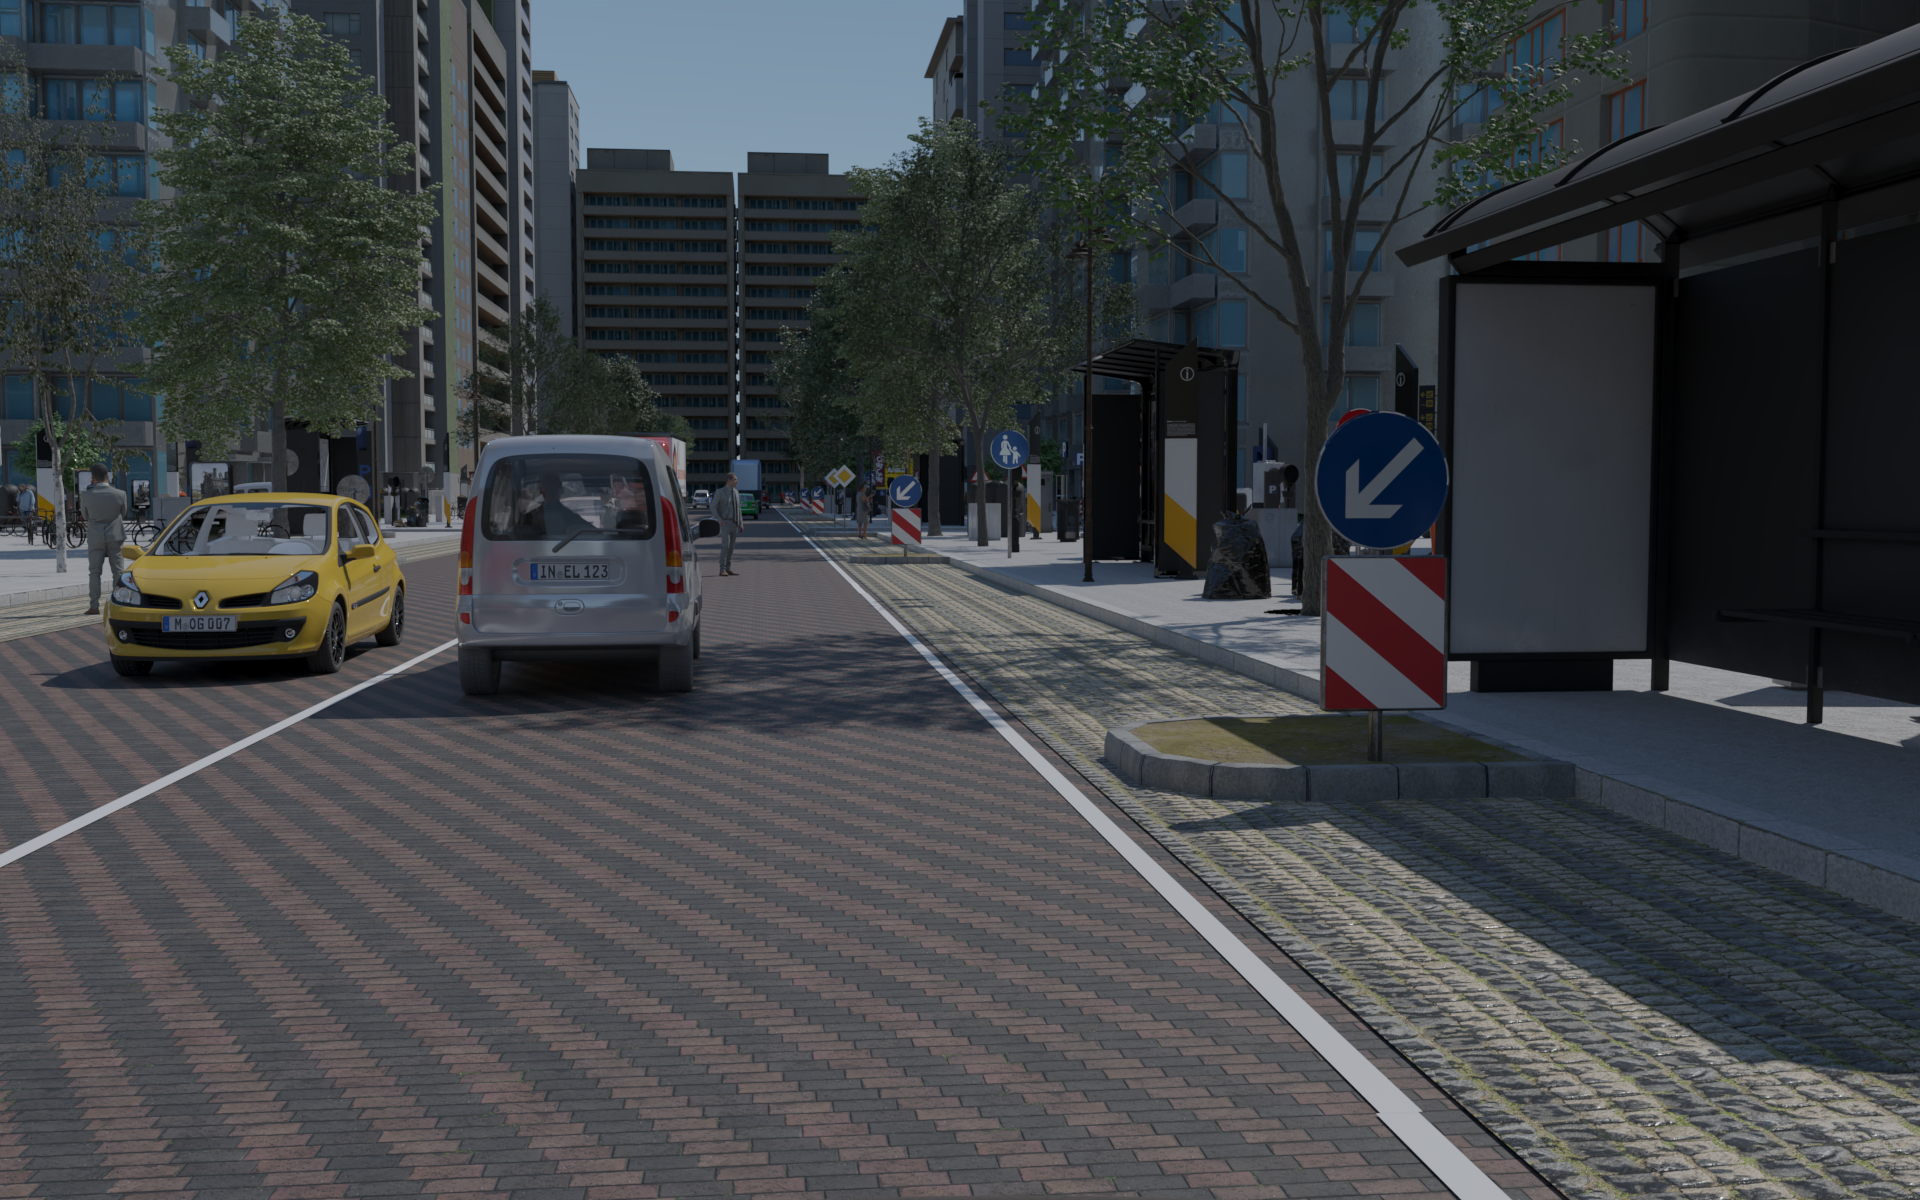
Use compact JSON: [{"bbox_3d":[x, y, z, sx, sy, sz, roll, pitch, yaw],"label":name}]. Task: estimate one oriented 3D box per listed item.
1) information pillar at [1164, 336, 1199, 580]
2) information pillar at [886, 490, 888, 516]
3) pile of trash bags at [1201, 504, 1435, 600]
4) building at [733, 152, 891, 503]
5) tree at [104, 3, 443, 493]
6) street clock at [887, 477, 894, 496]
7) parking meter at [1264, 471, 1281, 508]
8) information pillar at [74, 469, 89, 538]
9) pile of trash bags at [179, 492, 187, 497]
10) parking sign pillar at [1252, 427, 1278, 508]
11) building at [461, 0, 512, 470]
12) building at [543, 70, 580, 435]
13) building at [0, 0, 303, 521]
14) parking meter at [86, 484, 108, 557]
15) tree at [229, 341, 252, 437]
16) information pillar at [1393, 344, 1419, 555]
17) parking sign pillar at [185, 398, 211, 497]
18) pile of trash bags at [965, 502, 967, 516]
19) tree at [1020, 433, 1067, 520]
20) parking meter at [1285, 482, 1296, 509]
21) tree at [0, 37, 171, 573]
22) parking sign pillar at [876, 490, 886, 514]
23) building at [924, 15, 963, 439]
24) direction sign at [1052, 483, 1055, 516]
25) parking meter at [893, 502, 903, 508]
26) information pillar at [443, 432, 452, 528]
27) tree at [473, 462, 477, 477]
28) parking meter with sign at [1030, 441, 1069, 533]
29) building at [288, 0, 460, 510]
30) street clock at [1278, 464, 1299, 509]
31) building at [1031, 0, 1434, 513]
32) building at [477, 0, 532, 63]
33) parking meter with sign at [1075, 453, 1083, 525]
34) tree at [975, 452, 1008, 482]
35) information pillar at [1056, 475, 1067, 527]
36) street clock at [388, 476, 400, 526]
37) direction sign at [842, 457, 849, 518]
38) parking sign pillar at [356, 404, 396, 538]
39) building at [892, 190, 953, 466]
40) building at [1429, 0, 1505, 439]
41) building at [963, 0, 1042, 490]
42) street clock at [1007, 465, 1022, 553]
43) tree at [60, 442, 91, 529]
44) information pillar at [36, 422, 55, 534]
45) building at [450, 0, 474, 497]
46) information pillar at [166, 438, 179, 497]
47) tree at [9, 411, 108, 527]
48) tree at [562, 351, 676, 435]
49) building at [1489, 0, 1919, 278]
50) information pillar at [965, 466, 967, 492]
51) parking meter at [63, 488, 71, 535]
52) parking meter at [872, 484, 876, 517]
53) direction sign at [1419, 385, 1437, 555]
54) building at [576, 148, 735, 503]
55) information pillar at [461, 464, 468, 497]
[{"bbox_3d":[3.319,-2.112,25.889,0.504,3.616,0.183,1,4,15],"label":"information pillar"},{"bbox_3d":[-4.055,-5.839,99.960,0.304,2.012,0.304,2,4,33],"label":"information pillar"},{"bbox_3d":[4.615,-0.708,21.328,3.447,1.369,1.912,2,4,25],"label":"pile of trash bags"},{"bbox_3d":[-21.074,-38.230,248.762,21.600,48.544,21.300,0,4,-7],"label":"building"},{"bbox_3d":[-15.690,-7.496,40.682,7.486,12.596,7.792,0,3,0],"label":"tree"},{"bbox_3d":[-2.965,-4.272,74.410,0.358,2.002,0.471,1,4,15],"label":"street clock"},{"bbox_3d":[7.947,-2.348,44.106,0.399,1.863,0.255,0,3,0],"label":"parking meter"},{"bbox_3d":[-25.626,-2.818,50.560,0.304,2.012,0.304,3,5,40],"label":"information pillar"},{"bbox_3d":[-29.327,-3.556,67.888,1.912,1.369,3.447,2,4,31],"label":"pile of trash bags"},{"bbox_3d":[12.242,-4.955,69.482,1.447,3.967,1.447,-1,4,-20],"label":"parking sign pillar"},{"bbox_3d":[-54.310,-32.867,161.072,21.300,48.544,21.600,0,4,-7],"label":"building"},{"bbox_3d":[-67.701,-42.877,243.030,28.212,58.520,21.231,0,4,-7],"label":"building"},{"bbox_3d":[-49.355,-28.959,93.091,23.786,49.044,30.456,0,4,-7],"label":"building"},{"bbox_3d":[-17.450,-1.629,35.051,0.372,1.533,0.369,0,3,0],"label":"parking meter"},{"bbox_3d":[-33.655,-7.749,77.056,4.360,8.622,3.978,0,3,0],"label":"tree"},{"bbox_3d":[6.909,-2.173,26.890,0.183,3.616,0.504,-1,4,-22],"label":"information pillar"},{"bbox_3d":[-21.168,-3.651,48.170,1.447,3.967,1.447,-1,4,-13],"label":"parking sign pillar"},{"bbox_3d":[-0.597,-5.761,103.948,1.912,1.369,3.447,-1,4,-8],"label":"pile of trash bags"},{"bbox_3d":[3.659,-6.225,85.486,4.285,4.588,4.351,0,3,0],"label":"tree"},{"bbox_3d":[10.858,-3.135,56.969,0.255,1.863,0.399,-1,4,-12],"label":"parking meter"},{"bbox_3d":[-14.643,-4.737,27.805,4.360,8.622,3.978,0,3,0],"label":"tree"},{"bbox_3d":[-5.038,-7.674,113.935,1.447,3.967,1.447,1,4,20],"label":"parking sign pillar"},{"bbox_3d":[11.624,-36.822,191.270,28.713,52.752,27.495,0,4,-7],"label":"building"},{"bbox_3d":[5.417,-6.724,101.935,0.876,3.537,0.379,0,4,6],"label":"direction sign"},{"bbox_3d":[-4.775,-7.647,133.443,0.372,1.533,0.369,0,3,0],"label":"parking meter"},{"bbox_3d":[-19.520,-4.559,65.887,0.183,3.616,0.504,-2,4,-35],"label":"information pillar"},{"bbox_3d":[-34.840,-8.909,129.374,4.285,4.588,4.351,0,3,0],"label":"tree"},{"bbox_3d":[2.673,-3.728,57.220,1.738,3.016,0.543,-1,4,-10],"label":"parking meter with sign"},{"bbox_3d":[-46.131,-27.277,129.570,14.154,41.232,14.086,0,4,-7],"label":"building"},{"bbox_3d":[8.031,-2.313,42.387,0.471,2.002,0.358,-2,4,-28],"label":"street clock"},{"bbox_3d":[17.502,-31.121,128.436,23.786,49.044,30.456,0,4,-7],"label":"building"},{"bbox_3d":[-60.829,-39.443,186.897,28.212,58.520,21.231,0,4,-7],"label":"building"},{"bbox_3d":[5.374,-4.729,73.573,0.543,3.016,1.738,1,4,19],"label":"parking meter with sign"},{"bbox_3d":[1.209,-5.045,77.089,1.663,3.219,1.824,0,3,0],"label":"tree"},{"bbox_3d":[3.953,-3.843,67.329,0.304,2.012,0.304,-3,5,-42],"label":"information pillar"},{"bbox_3d":[-22.541,-3.942,69.022,0.358,2.002,0.471,1,4,18],"label":"street clock"},{"bbox_3d":[-6.283,-6.280,94.673,0.379,3.537,0.876,0,4,2],"label":"direction sign"},{"bbox_3d":[-17.211,-3.788,50.403,1.447,3.967,1.447,-1,4,-10],"label":"parking sign pillar"},{"bbox_3d":[-2.923,-36.550,247.698,14.200,45.320,14.600,0,4,-7],"label":"building"},{"bbox_3d":[23.751,-28.878,91.762,30.456,49.044,23.786,0,4,-7],"label":"building"},{"bbox_3d":[10.837,-37.983,163.020,21.231,58.520,28.212,0,4,-7],"label":"building"},{"bbox_3d":[1.196,-2.043,37.978,0.358,2.002,0.471,-1,4,-14],"label":"street clock"},{"bbox_3d":[-33.328,-4.291,64.759,1.663,3.219,1.824,0,3,0],"label":"tree"},{"bbox_3d":[-29.519,-3.949,55.925,0.504,3.616,0.183,-3,4,-38],"label":"information pillar"},{"bbox_3d":[-48.891,-30.196,143.807,14.600,45.320,14.200,0,4,-7],"label":"building"},{"bbox_3d":[-29.717,-4.530,65.416,0.504,3.616,0.183,1,4,19],"label":"information pillar"},{"bbox_3d":[-35.386,-5.159,68.055,4.285,4.588,4.351,0,3,0],"label":"tree"},{"bbox_3d":[-27.581,-13.615,139.619,9.611,12.733,9.660,0,3,0],"label":"tree"},{"bbox_3d":[28.742,-11.360,30.777,27.650,21.520,28.899,0,4,-7],"label":"building"},{"bbox_3d":[0.255,-8.171,124.953,0.504,3.616,0.183,0,4,6],"label":"information pillar"},{"bbox_3d":[-28.154,-2.811,54.374,0.372,1.533,0.369,0,3,0],"label":"parking meter"},{"bbox_3d":[-4.869,-5.590,97.101,0.255,1.863,0.399,-1,4,-17],"label":"parking meter"},{"bbox_3d":[9.919,-2.688,35.947,0.876,3.537,0.379,3,5,40],"label":"direction sign"},{"bbox_3d":[-42.508,-38.067,246.089,21.600,48.544,21.300,0,4,-7],"label":"building"},{"bbox_3d":[-38.211,-8.696,133.539,0.504,3.616,0.183,-1,4,-12],"label":"information pillar"}]
